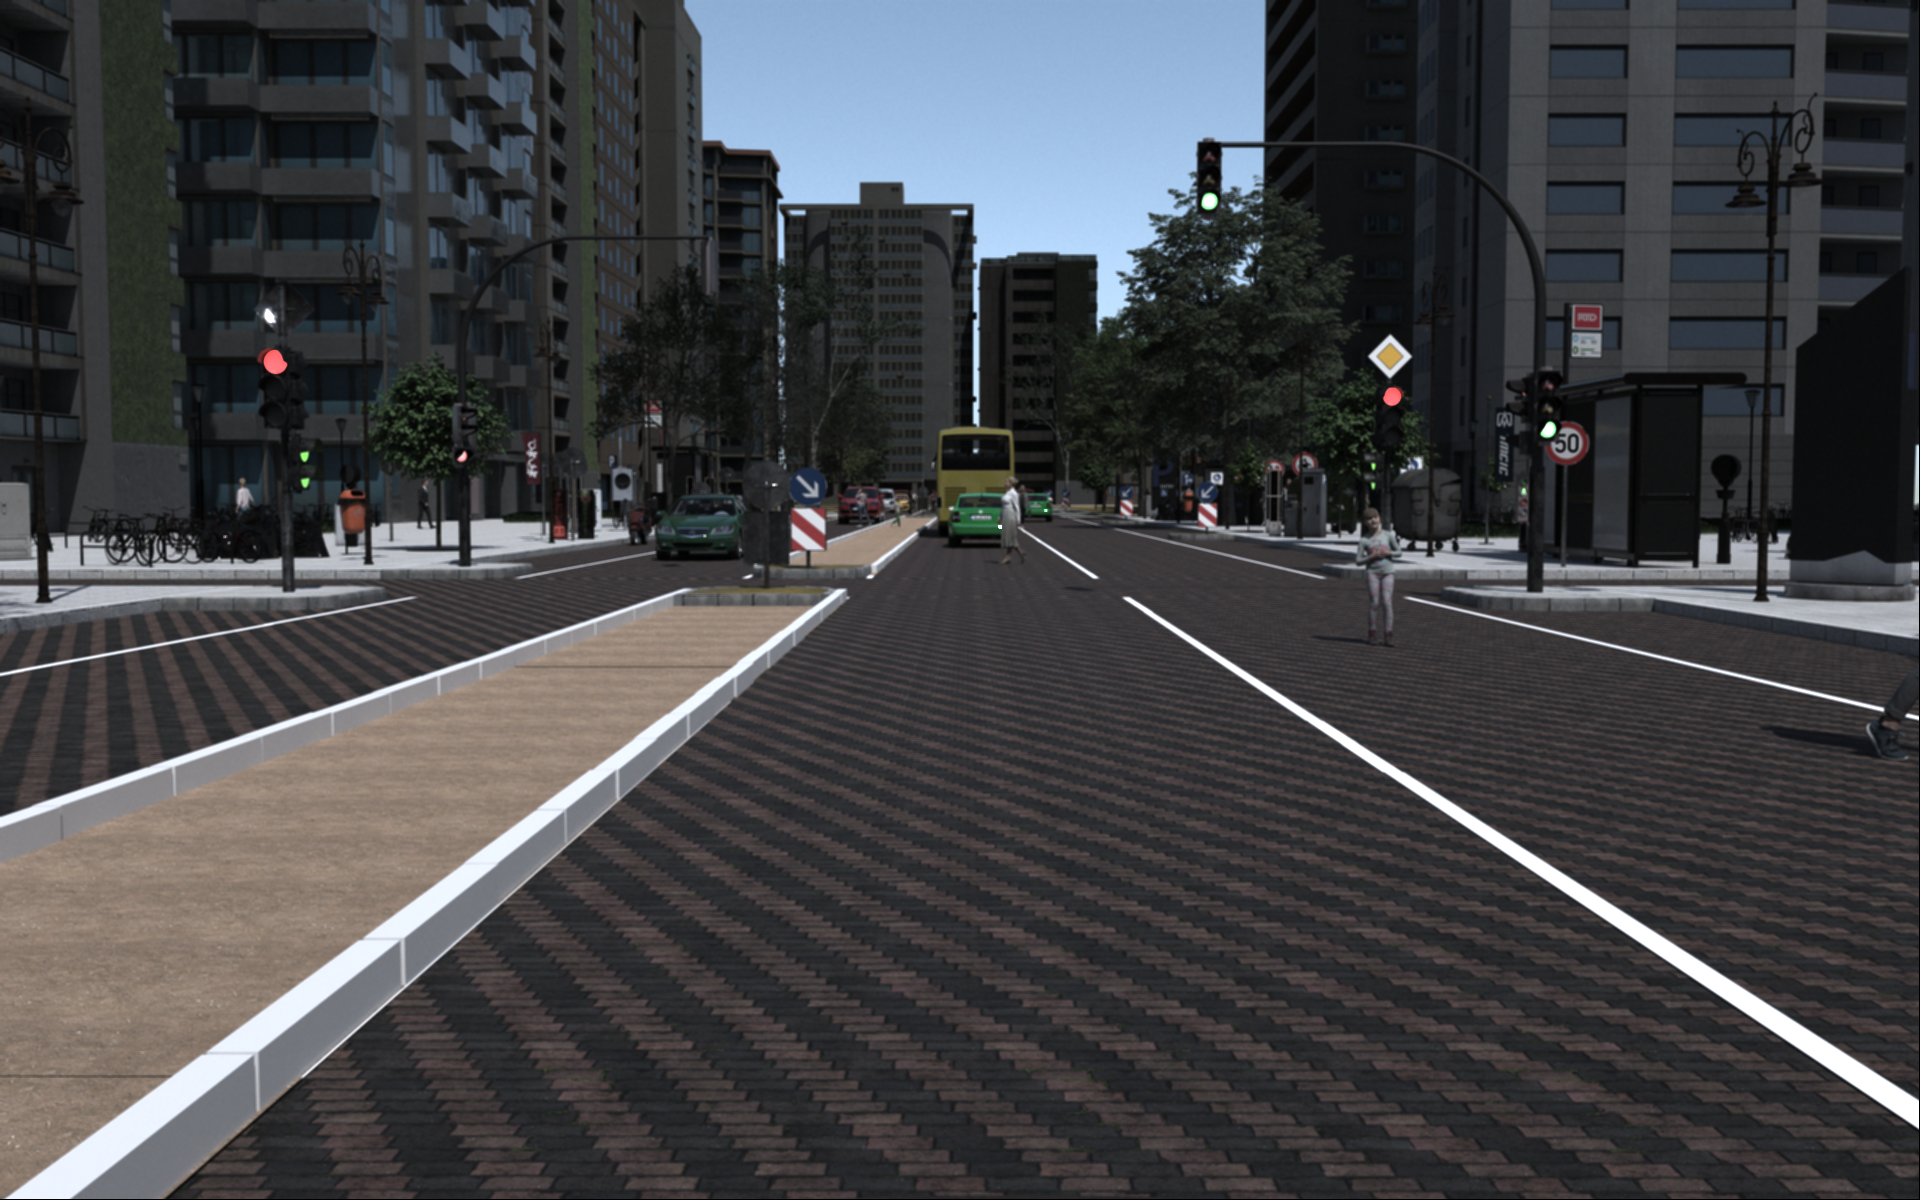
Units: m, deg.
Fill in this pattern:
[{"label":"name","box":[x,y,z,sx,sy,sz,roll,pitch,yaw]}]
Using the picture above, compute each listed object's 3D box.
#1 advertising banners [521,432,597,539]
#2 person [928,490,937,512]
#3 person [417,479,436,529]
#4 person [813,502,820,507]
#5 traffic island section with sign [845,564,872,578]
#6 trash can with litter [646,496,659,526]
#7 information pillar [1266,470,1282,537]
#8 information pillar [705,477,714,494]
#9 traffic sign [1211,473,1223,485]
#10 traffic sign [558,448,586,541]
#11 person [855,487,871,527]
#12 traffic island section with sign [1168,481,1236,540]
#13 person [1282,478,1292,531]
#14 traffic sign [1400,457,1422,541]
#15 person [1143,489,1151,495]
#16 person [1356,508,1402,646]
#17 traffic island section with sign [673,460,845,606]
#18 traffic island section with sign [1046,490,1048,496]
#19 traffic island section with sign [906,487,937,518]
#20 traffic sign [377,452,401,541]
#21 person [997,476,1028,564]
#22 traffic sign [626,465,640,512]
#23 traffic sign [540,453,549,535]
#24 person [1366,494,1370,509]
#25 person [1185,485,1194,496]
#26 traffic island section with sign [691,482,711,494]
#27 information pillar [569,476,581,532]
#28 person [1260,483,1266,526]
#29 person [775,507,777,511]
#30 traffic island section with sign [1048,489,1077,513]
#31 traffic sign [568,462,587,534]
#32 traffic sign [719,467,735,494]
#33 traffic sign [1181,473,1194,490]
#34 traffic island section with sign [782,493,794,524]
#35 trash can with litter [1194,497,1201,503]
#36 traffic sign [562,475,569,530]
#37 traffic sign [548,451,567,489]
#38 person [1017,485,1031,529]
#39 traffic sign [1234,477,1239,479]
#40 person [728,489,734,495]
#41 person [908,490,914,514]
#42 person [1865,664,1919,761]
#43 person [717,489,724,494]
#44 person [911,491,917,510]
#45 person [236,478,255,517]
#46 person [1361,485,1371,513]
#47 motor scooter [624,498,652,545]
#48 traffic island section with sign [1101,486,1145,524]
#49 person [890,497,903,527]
[{"label":"advertising banners","box":[-11.386,-3.244,49.232,2.074,3.025,0.090,-1,4,-9]},{"label":"person","box":[-2.155,-7.848,137.531,1.217,1.743,0.721,-3,4,-36]},{"label":"person","box":[-19.740,-3.561,64.036,0.755,1.850,0.659,1,4,17]},{"label":"person","box":[-7.421,-5.012,90.460,0.620,1.820,0.660,0,4,8]},{"label":"traffic island section with sign","box":[-2.595,-1.357,30.326,2.006,1.907,1.989,0,4,0]},{"label":"trash can with litter","box":[-11.973,-3.556,69.190,2.233,1.210,1.678,1,4,15]},{"label":"information pillar","box":[9.542,-2.929,52.378,0.304,2.012,0.304,2,4,28]},{"label":"information pillar","box":[-11.064,-4.412,76.620,0.304,2.012,0.304,2,4,25]},{"label":"traffic sign","box":[12.093,-4.856,81.525,0.606,2.300,0.079,0,4,8]},{"label":"traffic sign","box":[-10.617,-2.895,47.438,0.768,2.556,0.104,0,4,1]},{"label":"person","box":[-4.224,-4.091,75.972,0.643,1.750,0.593,2,4,34]},{"label":"traffic island section with sign","box":[7.675,-2.850,55.228,1.989,1.847,2.006,0,4,0]},{"label":"person","box":[11.439,-3.317,60.379,0.850,1.850,0.679,-3,5,-42]},{"label":"traffic sign","box":[12.273,-2.755,47.166,0.606,2.300,0.079,1,4,8]},{"label":"person","box":[18.383,-10.014,169.779,1.348,1.823,0.705,-2,4,-28]},{"label":"person","box":[3.984,-0.222,16.411,0.425,1.301,0.394,-1,4,-8]},{"label":"traffic island section with sign","box":[-2.636,-0.904,22.919,2.006,1.907,1.989,0,4,0]},{"label":"traffic island section with sign","box":[8.127,-9.278,160.317,1.989,1.847,2.006,0,4,0]},{"label":"traffic island section with sign","box":[-2.278,-5.953,105.464,2.006,1.907,1.989,0,4,0]},{"label":"traffic sign","box":[-15.394,-2.858,46.832,0.768,2.556,0.104,1,4,9]},{"label":"person","box":[1.084,-1.644,35.610,0.641,1.798,0.478,-1,4,-13]},{"label":"traffic sign","box":[-14.183,-4.564,74.729,0.768,2.556,0.104,0,4,1]},{"label":"traffic sign","box":[-13.004,-3.301,54.082,0.768,2.556,0.104,0,4,8]},{"label":"person","box":[20.564,-4.737,87.773,0.475,1.303,0.640,3,4,39]},{"label":"person","box":[12.770,-5.519,96.453,0.511,1.800,0.466,1,4,11]},{"label":"traffic island section with sign","box":[-8.354,-2.890,55.880,1.989,1.847,2.006,0,4,0]},{"label":"information pillar","box":[-12.980,-3.298,58.421,0.304,2.012,0.304,3,5,40]},{"label":"person","box":[12.034,-3.817,68.730,0.573,1.790,0.520,-2,4,-25]},{"label":"person","box":[-13.257,-7.276,125.822,1.217,1.723,0.721,0,4,-3]},{"label":"traffic island section with sign","box":[8.007,-7.628,133.351,1.989,1.847,2.006,0,4,0]},{"label":"traffic sign","box":[-12.399,-3.412,55.890,0.768,2.556,0.104,0,4,5]},{"label":"traffic sign","box":[-10.842,-4.919,80.535,0.768,2.556,0.104,0,4,3]},{"label":"traffic sign","box":[13.644,-6.348,103.887,0.768,2.556,0.104,0,4,4]},{"label":"traffic island section with sign","box":[-8.222,-4.556,83.114,1.989,1.847,2.006,0,4,0]},{"label":"trash can with litter","box":[12.700,-4.916,91.763,1.055,1.170,0.624,2,4,29]},{"label":"traffic sign","box":[-13.870,-3.732,61.131,0.768,2.556,0.104,0,4,7]},{"label":"traffic sign","box":[-11.935,-3.161,51.781,0.768,2.556,0.104,0,4,3]},{"label":"person","box":[2.614,-3.808,70.945,0.709,1.800,0.728,0,4,-6]},{"label":"traffic sign","box":[12.578,-4.882,79.933,0.768,2.556,0.104,1,4,9]},{"label":"person","box":[-23.048,-10.209,172.972,1.348,1.822,0.705,0,4,2]},{"label":"person","box":[-3.457,-7.000,123.770,0.721,1.723,1.217,0,4,5]},{"label":"person","box":[5.332,-0.058,9.318,0.748,1.841,0.638,2,4,35]},{"label":"person","box":[-25.011,-10.701,181.086,1.350,1.814,0.705,-2,4,-34]},{"label":"person","box":[-4.324,-9.167,159.314,0.756,1.711,0.436,2,4,30]},{"label":"person","box":[-20.151,-2.595,49.141,0.598,1.740,0.731,0,4,0]},{"label":"person","box":[21.553,-5.209,91.613,0.661,1.777,0.834,-2,4,-33]},{"label":"motor scooter","box":[-9.099,-2.224,49.138,0.815,1.314,1.986,0,4,1]},{"label":"traffic island section with sign","box":[7.789,-4.543,82.906,1.989,1.847,2.006,0,4,0]},{"label":"person","box":[-2.717,-3.754,74.128,0.590,1.304,0.306,-2,4,-23]}]
